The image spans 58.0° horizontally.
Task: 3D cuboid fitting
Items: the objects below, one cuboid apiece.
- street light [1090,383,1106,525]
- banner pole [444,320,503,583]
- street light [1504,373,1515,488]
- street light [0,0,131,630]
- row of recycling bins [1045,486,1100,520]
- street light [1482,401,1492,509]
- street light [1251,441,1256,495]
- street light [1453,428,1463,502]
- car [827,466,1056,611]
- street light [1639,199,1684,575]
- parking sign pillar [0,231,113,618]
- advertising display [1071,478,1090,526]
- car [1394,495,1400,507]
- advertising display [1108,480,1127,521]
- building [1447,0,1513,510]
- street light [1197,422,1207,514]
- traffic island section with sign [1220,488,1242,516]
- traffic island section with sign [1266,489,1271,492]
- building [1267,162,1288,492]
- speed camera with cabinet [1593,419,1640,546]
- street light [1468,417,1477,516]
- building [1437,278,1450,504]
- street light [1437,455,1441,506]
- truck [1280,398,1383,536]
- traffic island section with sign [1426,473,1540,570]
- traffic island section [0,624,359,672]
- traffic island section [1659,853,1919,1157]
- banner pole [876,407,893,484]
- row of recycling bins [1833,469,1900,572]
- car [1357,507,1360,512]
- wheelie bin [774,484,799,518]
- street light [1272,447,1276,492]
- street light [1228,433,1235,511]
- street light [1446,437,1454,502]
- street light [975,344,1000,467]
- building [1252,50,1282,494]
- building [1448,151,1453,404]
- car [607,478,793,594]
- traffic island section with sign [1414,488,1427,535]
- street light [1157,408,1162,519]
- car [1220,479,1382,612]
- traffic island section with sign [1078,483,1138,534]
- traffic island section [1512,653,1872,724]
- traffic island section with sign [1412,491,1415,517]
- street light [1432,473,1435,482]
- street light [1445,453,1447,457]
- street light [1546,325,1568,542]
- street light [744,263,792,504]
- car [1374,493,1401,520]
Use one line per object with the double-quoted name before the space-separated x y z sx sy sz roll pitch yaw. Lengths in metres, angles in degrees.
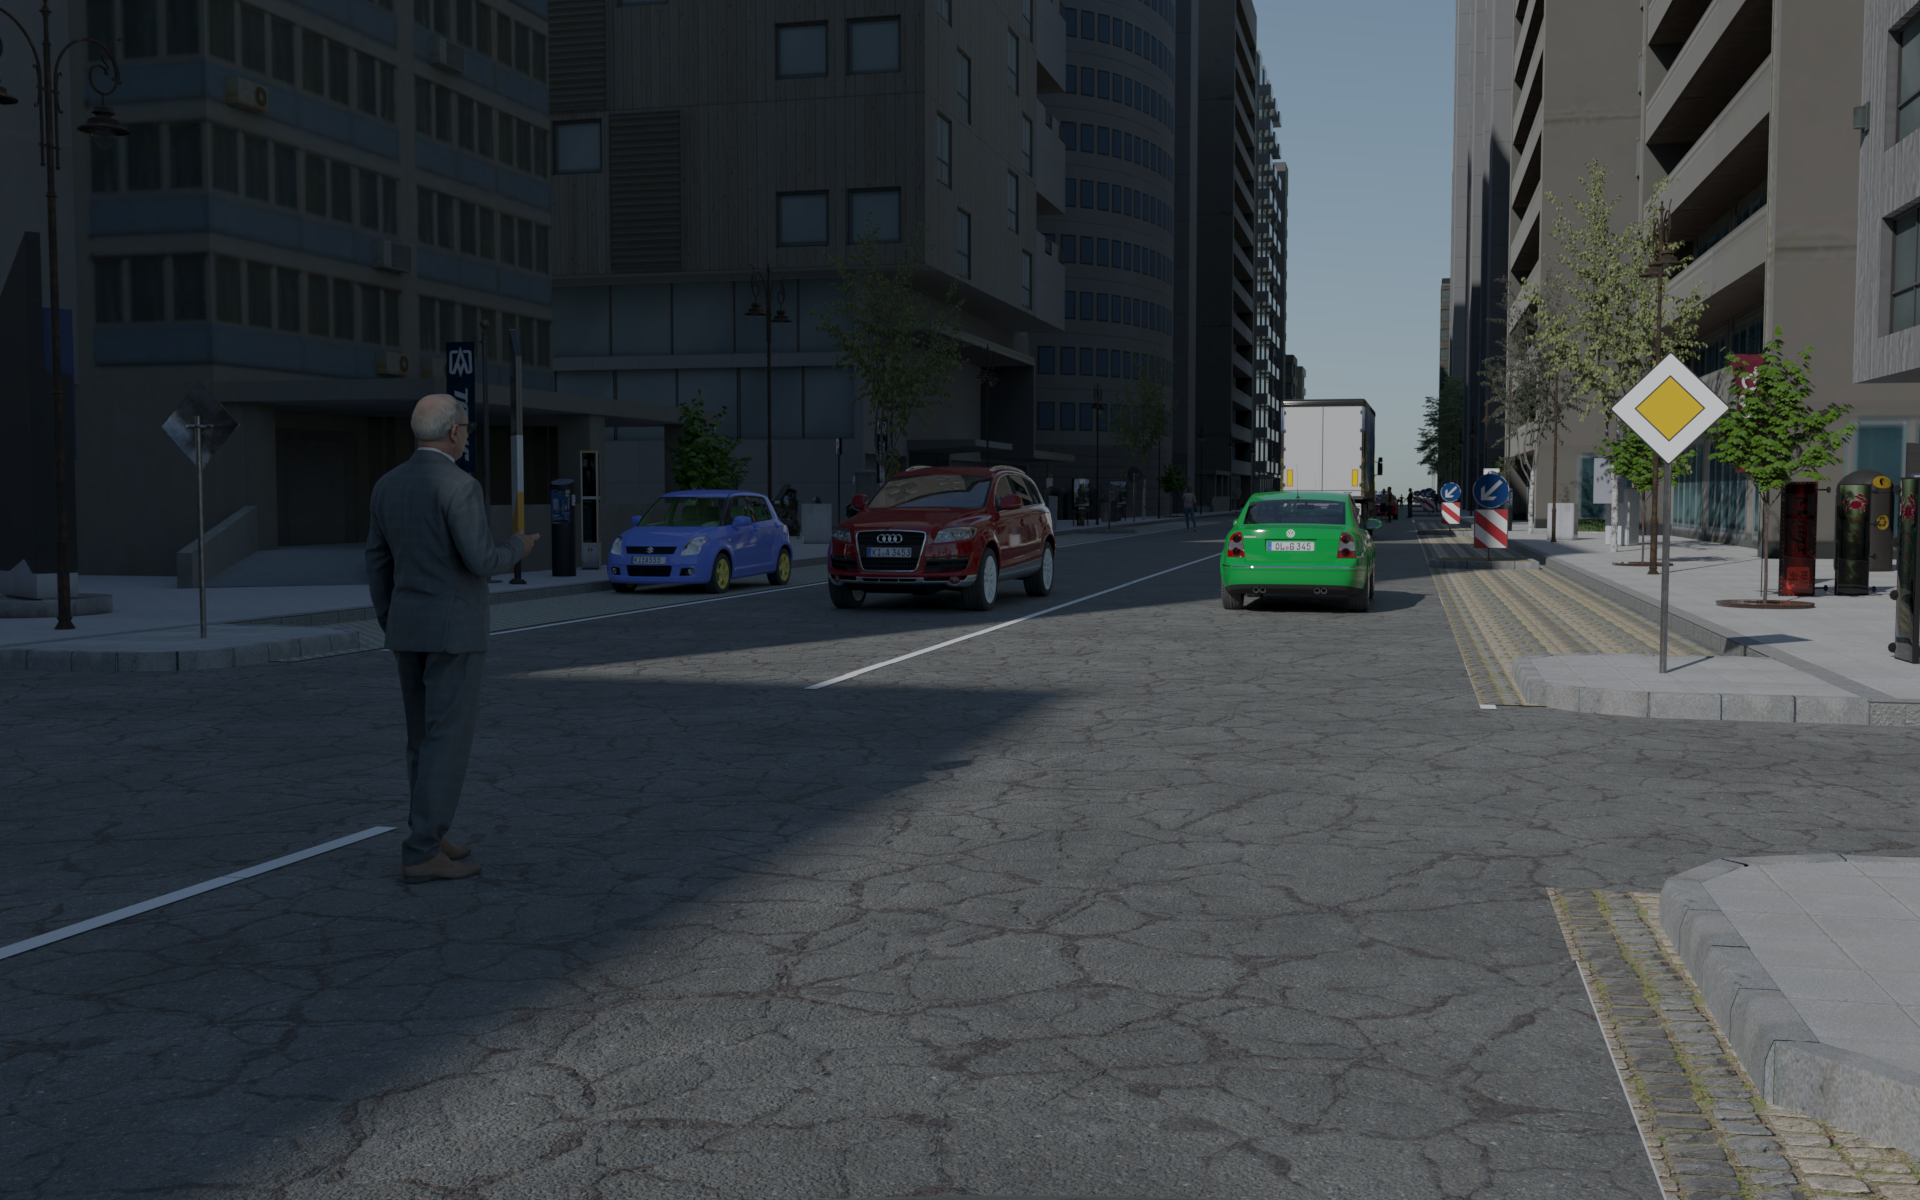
"street light" 5.731 -6.075 72.115 0.468 5.910 1.993 1 4 14
"banner pole" -7.050 -2.141 25.029 0.863 3.779 0.401 1 4 15
"street light" 20.767 -5.670 65.491 0.468 5.910 1.993 1 4 14
"street light" -8.502 -2.660 16.273 0.468 5.910 1.993 1 4 14
"row of recycling bins" 5.655 -4.835 86.170 3.534 1.692 1.069 -3 5 -43
"street light" 25.582 -6.817 84.247 0.468 5.910 1.993 1 4 14
"street light" 24.939 -10.686 147.502 0.468 5.910 1.993 1 4 14
"street light" 34.919 -9.063 120.968 0.468 5.910 1.993 1 4 14
"car" -0.131 -0.881 23.073 2.281 1.827 5.304 1 4 16
"street light" 11.059 -3.344 27.457 0.468 5.910 1.993 1 4 14
"parking sign pillar" -9.882 -1.833 18.447 1.447 3.967 1.447 3 5 45
"advertising display" 4.854 -3.939 69.615 0.974 1.923 0.123 -3 5 -43
"car" 33.335 -7.536 135.214 2.014 1.417 4.499 1 4 15
"advertising display" 7.492 -4.720 82.384 0.974 1.923 0.123 -2 4 -24
"building" 63.302 -39.302 184.591 21.231 58.520 28.212 1 4 14
"street light" 15.259 -8.359 109.457 0.468 5.910 1.993 1 4 14
"traffic island section with sign" 17.884 -6.312 111.832 1.989 1.847 2.006 1 4 14
"traffic island section with sign" 24.548 -7.910 137.954 1.989 1.847 2.006 1 4 14
"building" 31.813 -32.132 208.948 14.154 41.232 14.086 1 4 14
"speed camera with cabinet" 16.157 -2.952 42.597 0.660 3.252 2.038 3 4 36
"street light" 30.262 -7.926 102.377 0.468 5.910 1.993 1 4 14
"building" 70.807 -28.023 229.884 14.160 30.474 14.107 1 4 14
"street light" 50.522 -12.801 182.091 0.468 5.910 1.993 1 4 14
"truck" 12.181 -4.133 56.485 2.839 4.237 11.283 1 4 15
"traffic island section with sign" 10.186 -1.535 33.732 1.989 1.847 2.006 1 4 14
"traffic island section" -6.756 0.419 15.423 2.009 0.180 2.903 1 4 14
"traffic island section" 3.079 1.077 4.674 2.009 0.180 2.903 1 4 14
"banner pole" -2.123 -3.655 49.775 0.863 3.779 0.401 3 5 43
"row of recycling bins" 16.386 -1.312 28.566 3.534 1.692 1.069 1 4 17
"car" 9.024 -2.125 43.547 1.959 1.807 4.718 1 4 15
"wheelie bin" -5.524 -2.897 55.272 0.693 1.594 0.980 -1 4 -23
"street light" 30.897 -12.109 170.770 0.468 5.910 1.993 1 4 14
"street light" 20.007 -9.495 128.024 0.468 5.910 1.993 1 4 14
"street light" 39.744 -10.208 139.689 0.468 5.910 1.993 1 4 14
"street light" 0.850 -4.933 53.444 0.468 5.910 1.993 1 4 14
"building" 22.872 -34.752 187.810 23.786 49.044 30.456 1 4 14
"building" 70.661 -35.848 209.824 21.300 48.544 21.600 1 4 14
"car" -3.874 -1.003 25.988 1.945 1.707 3.694 1 4 16
"traffic island section with sign" 17.071 -3.186 60.724 1.989 1.847 2.006 1 4 14
"street light" 10.414 -7.199 90.490 0.468 5.910 1.993 1 4 14
"car" 4.476 -0.843 22.577 1.959 1.807 4.718 1 4 15
"traffic island section with sign" 5.426 -3.331 63.093 1.989 1.847 2.006 1 4 14
"traffic island section" 5.056 0.604 12.411 2.009 0.180 2.903 1 4 14
"traffic island section with sign" 29.457 -6.152 109.210 1.989 1.847 2.006 1 4 14
"street light" 55.510 -13.980 201.367 0.468 5.910 1.993 1 4 14
"street light" 44.528 -11.343 158.247 0.468 5.910 1.993 1 4 14
"street light" 15.870 -4.486 46.136 0.468 5.910 1.993 1 4 14
"street light" -3.839 -3.797 34.861 0.468 5.910 1.993 1 4 14
"car" 23.994 -5.476 98.579 2.155 1.783 4.494 1 4 13
